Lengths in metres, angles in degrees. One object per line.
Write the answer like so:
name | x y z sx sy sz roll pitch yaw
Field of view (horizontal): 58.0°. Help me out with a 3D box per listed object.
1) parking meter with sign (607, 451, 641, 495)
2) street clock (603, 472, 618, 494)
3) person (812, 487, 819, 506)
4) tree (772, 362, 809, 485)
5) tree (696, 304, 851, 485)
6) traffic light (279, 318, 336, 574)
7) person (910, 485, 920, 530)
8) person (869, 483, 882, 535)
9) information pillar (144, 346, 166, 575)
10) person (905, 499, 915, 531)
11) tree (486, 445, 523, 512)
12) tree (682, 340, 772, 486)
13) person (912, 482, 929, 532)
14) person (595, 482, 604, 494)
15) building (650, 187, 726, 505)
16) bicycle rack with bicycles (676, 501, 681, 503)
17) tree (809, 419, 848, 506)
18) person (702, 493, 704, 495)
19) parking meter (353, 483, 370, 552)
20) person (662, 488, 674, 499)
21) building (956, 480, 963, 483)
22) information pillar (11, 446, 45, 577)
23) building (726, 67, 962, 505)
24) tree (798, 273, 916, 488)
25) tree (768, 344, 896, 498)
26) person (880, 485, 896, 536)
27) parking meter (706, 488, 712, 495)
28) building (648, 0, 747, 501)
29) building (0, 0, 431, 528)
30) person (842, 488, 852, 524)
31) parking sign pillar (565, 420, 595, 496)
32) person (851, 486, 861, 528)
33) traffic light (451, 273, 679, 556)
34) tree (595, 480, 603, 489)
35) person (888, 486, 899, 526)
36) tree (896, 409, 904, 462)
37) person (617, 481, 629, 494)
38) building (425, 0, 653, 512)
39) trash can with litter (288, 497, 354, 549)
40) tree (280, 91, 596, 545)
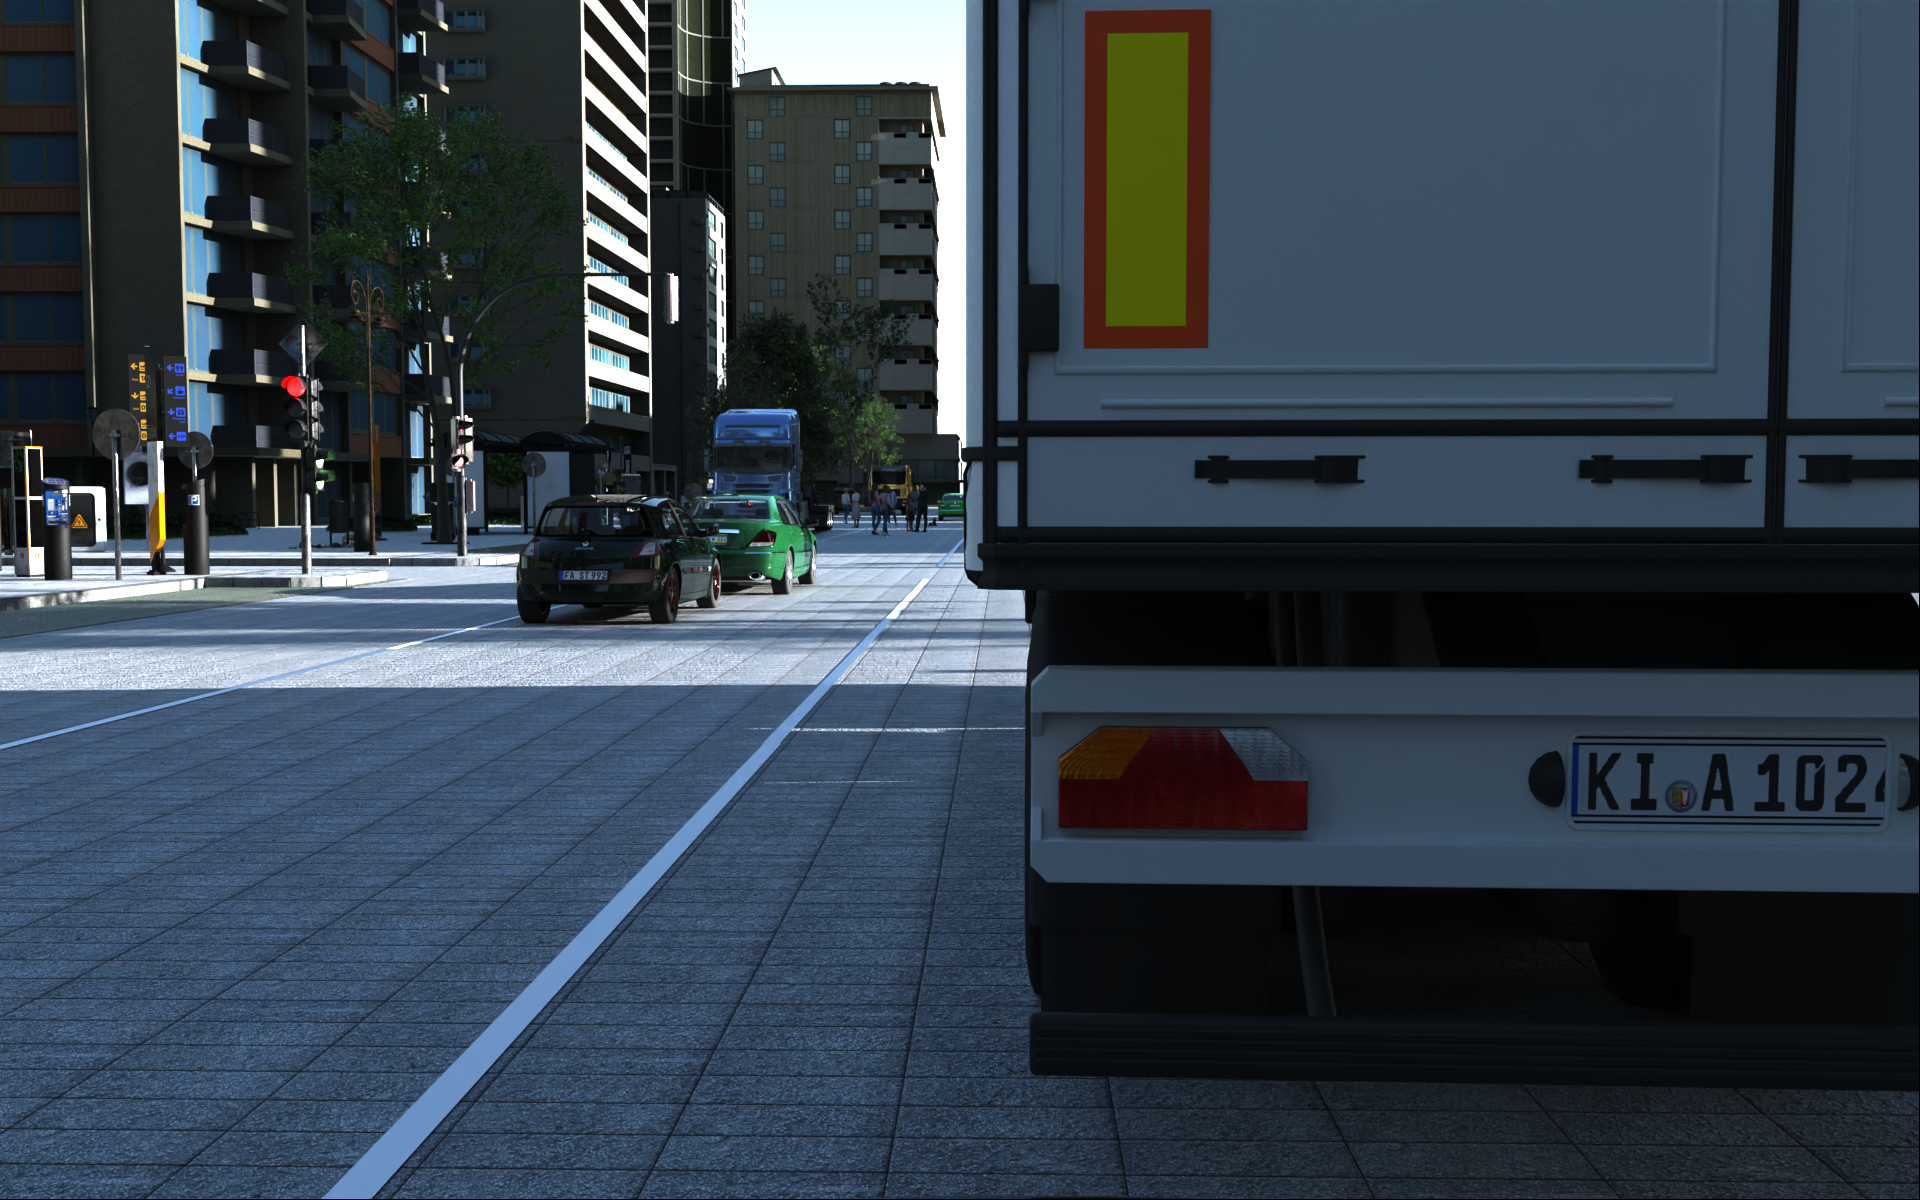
parking meter with sign | -12.414 -4.232 65.450 1.738 3.016 0.543 -1 4 -19
street clock | -11.453 -3.190 56.733 0.471 2.002 0.358 -1 4 -8
person | -10.016 -6.968 120.413 0.568 1.767 0.683 2 4 29
tree | -11.290 -8.955 96.783 4.360 8.622 3.978 0 3 0
tree | -11.315 -11.486 104.799 9.611 12.733 9.660 0 3 0
traffic light | -10.495 -2.375 27.757 0.839 4.253 0.868 0 4 2
person | -1.736 -3.695 69.192 0.520 1.790 0.573 0 4 7
person | -2.930 -3.180 60.501 0.555 1.821 0.388 2 4 34
information pillar | -12.716 -2.202 27.358 0.183 3.616 0.504 -3 5 -43
person | -1.906 -3.263 66.523 0.362 1.253 0.373 -3 4 -36
tree | -25.307 -6.913 96.739 4.285 4.588 4.351 0 3 0
tree | -11.638 -8.152 83.652 4.360 8.622 3.978 0 3 0
person | -1.456 -3.512 65.286 0.474 1.900 0.648 -3 5 -41
person | -15.700 -4.205 74.765 0.822 1.834 0.622 0 4 7
building | -30.061 -24.173 166.935 14.107 30.474 14.160 0 4 2
bicycle rack with bicycles | -13.943 -4.509 87.101 2.852 0.926 2.925 -2 4 -33
tree | -10.628 -10.862 127.954 4.360 8.622 3.978 0 3 0
person | -18.190 -6.966 120.612 1.217 1.739 0.721 2 4 30
parking meter | -13.328 -1.847 38.611 0.372 1.533 0.369 0 3 0
person | -23.055 -7.911 136.091 1.217 1.736 0.721 -2 4 -35
building | 14.246 -34.449 217.870 28.867 44.769 22.147 0 4 2
information pillar | -14.399 -1.364 26.788 0.304 2.012 0.304 1 4 22
building | -13.814 -38.737 222.584 27.495 52.752 28.713 0 4 2
tree | -10.979 -18.053 151.057 12.611 20.169 13.585 0 3 0
tree | -10.679 -11.624 115.800 9.928 11.665 9.643 0 3 0
person | -2.547 -3.069 59.274 0.593 1.750 0.643 3 5 43
parking meter | -10.831 -4.080 75.126 0.372 1.533 0.369 0 3 0
building | -38.392 -47.692 218.017 20.611 71.187 20.563 0 4 2
building | -36.130 -25.847 77.217 22.147 44.769 28.867 0 4 2
person | -5.512 -4.577 83.998 0.731 1.740 0.598 2 4 27
parking sign pillar | -13.708 -4.512 62.238 1.447 3.967 1.447 2 4 28
person | -4.449 -3.918 73.137 0.524 1.755 0.480 3 4 39
traffic light | -8.190 -3.734 35.719 4.771 5.953 1.251 0 4 2
tree | -20.298 -6.179 95.633 1.663 3.219 1.824 0 3 0
person | -3.071 -4.197 77.379 0.793 1.790 0.793 -2 4 -28
tree | -9.632 -15.520 179.509 9.928 11.665 9.643 0 3 0
person | -8.789 -2.236 45.412 0.721 1.781 0.623 -2 4 -32
building | -34.591 -30.468 121.856 21.300 48.544 21.600 0 4 2
trash can with litter | -15.283 -1.864 41.528 1.678 1.210 2.233 2 4 31
tree | -13.196 -7.245 44.210 9.928 11.665 9.643 0 3 0
